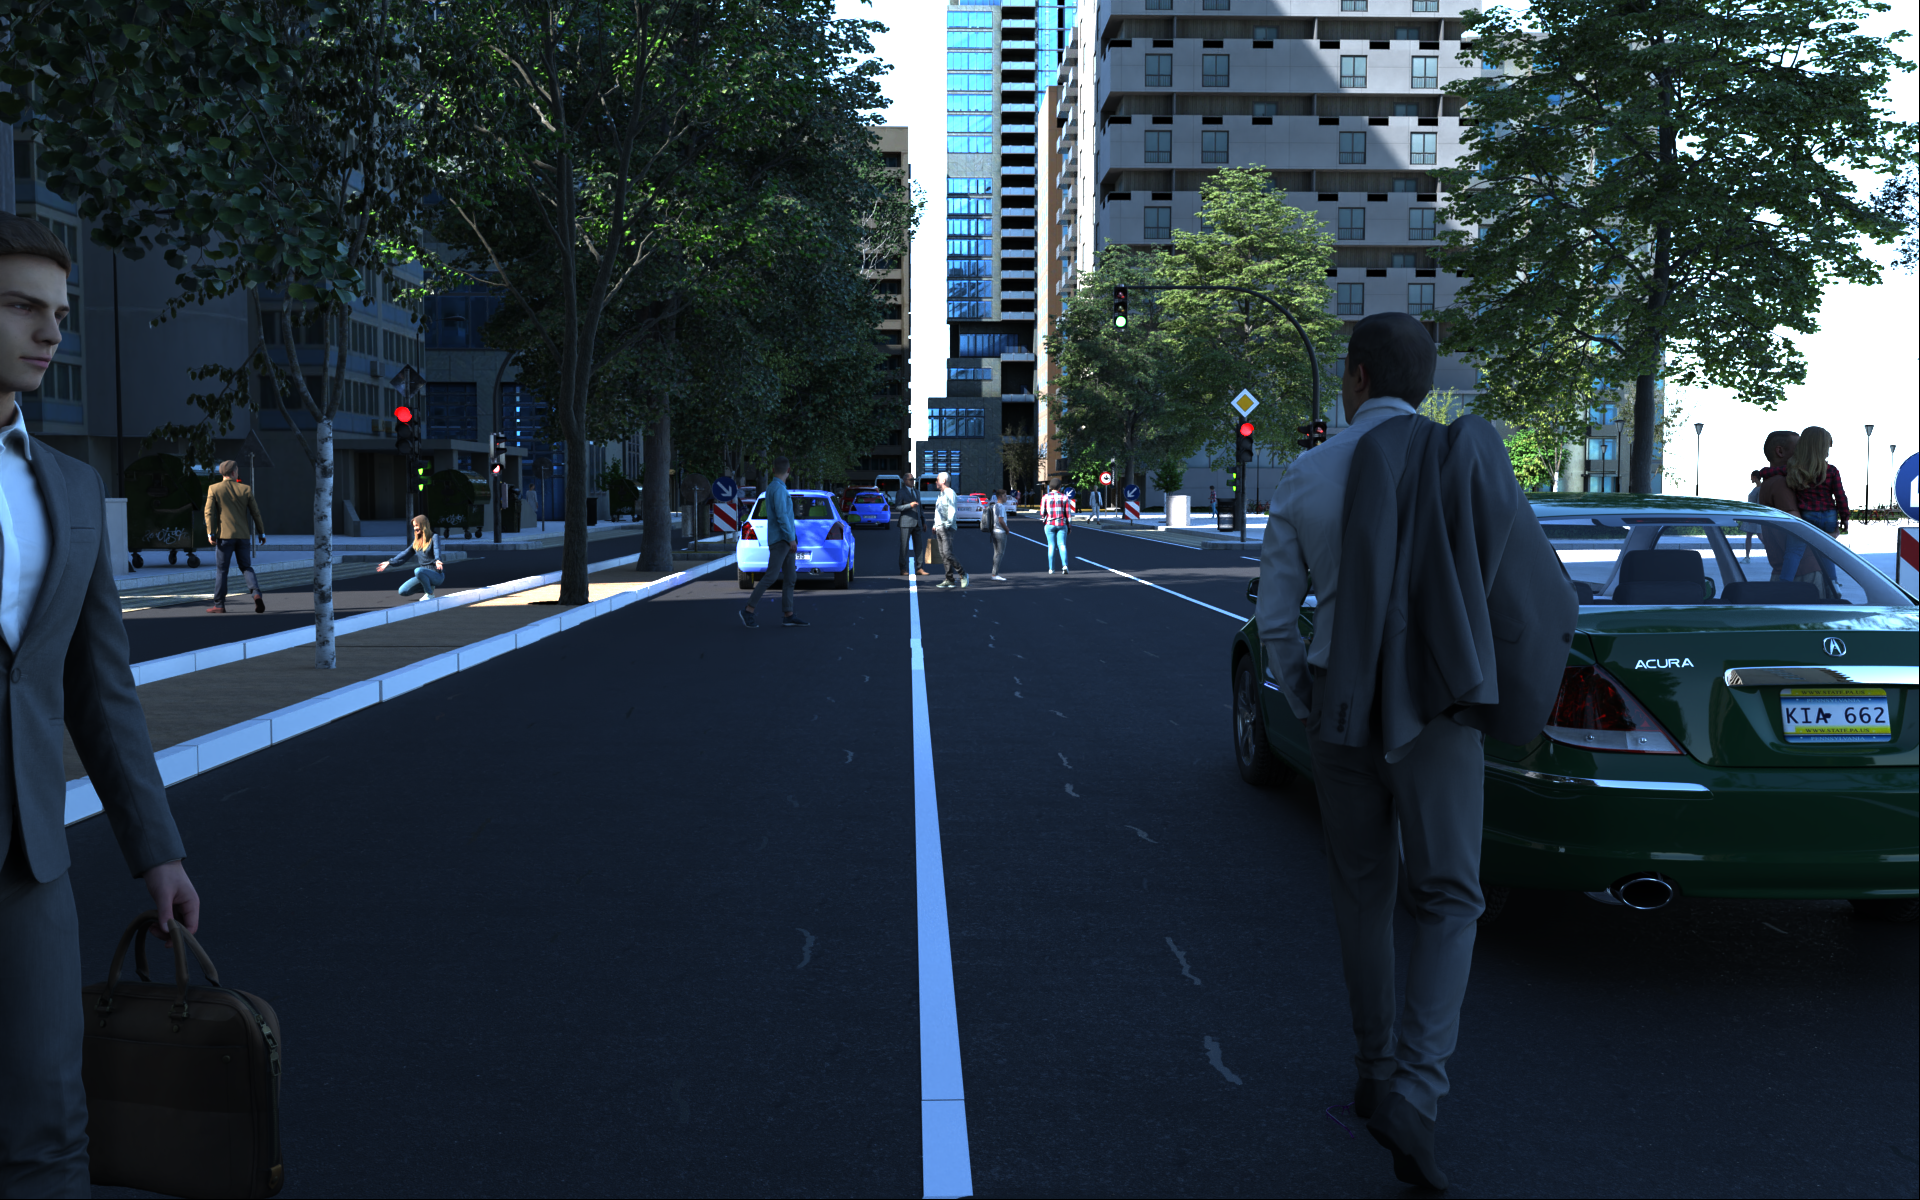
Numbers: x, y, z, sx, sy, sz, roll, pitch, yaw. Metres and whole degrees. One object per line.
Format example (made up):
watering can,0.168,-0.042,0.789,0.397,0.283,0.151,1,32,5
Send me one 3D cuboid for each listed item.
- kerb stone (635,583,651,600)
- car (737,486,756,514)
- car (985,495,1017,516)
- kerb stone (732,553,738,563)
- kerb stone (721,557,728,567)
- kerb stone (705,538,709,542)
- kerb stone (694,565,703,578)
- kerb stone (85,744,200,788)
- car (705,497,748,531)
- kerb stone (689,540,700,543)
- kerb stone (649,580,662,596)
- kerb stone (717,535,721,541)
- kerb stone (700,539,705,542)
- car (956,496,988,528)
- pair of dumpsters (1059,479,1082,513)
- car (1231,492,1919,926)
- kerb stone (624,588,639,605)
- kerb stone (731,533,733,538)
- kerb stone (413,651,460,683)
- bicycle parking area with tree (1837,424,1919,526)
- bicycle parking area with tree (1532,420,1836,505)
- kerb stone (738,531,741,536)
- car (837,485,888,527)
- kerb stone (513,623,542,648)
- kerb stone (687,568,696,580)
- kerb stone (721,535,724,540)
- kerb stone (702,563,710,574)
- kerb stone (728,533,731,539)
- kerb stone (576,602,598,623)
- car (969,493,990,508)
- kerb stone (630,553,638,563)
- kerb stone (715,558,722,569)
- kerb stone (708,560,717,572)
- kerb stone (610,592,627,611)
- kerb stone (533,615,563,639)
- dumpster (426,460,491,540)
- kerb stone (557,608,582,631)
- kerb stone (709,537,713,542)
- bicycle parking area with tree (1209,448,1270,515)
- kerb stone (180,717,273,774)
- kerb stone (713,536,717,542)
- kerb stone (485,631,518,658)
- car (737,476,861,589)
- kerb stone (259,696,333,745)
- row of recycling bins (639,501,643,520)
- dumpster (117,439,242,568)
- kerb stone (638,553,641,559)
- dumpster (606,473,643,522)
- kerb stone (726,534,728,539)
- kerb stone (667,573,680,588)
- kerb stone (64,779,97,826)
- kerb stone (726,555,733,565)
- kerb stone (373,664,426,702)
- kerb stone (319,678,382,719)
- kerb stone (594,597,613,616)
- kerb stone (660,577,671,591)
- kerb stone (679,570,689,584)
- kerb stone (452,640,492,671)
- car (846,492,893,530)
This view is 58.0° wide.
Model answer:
kerb stone,-4.395,-0.091,23.677,0.120,0.150,1.000,0,4,-2
car,-9.659,-4.263,78.374,2.281,1.827,5.304,0,4,-4
car,2.726,-6.258,114.674,2.083,1.381,4.827,0,4,-2
kerb stone,-4.768,-0.841,35.948,0.120,0.150,1.000,0,4,-2
kerb stone,-4.709,-0.716,33.905,0.120,0.150,1.000,0,4,-2
kerb stone,-7.251,-1.620,48.759,0.120,0.150,1.000,0,4,-2
kerb stone,-4.582,-0.465,29.813,0.120,0.150,1.000,0,4,-2
kerb stone,-3.930,0.850,8.320,0.120,0.150,1.000,0,4,-2
car,-9.185,-3.339,67.176,1.945,1.354,3.894,0,4,-2
kerb stone,-7.196,-1.491,46.713,0.120,0.150,1.000,0,4,-2
kerb stone,-4.422,-0.151,24.699,0.120,0.150,1.000,0,4,-2
kerb stone,-7.347,-1.812,51.826,0.120,0.150,1.000,0,4,-2
kerb stone,-7.214,-1.562,47.735,0.120,0.150,1.000,0,4,-2
car,0.176,-3.827,74.929,2.083,1.381,4.827,0,3,0
pair of dumpsters,7.477,-7.057,117.868,1.574,2.255,4.437,0,4,-2
car,2.371,0.281,7.197,2.131,1.459,4.920,0,4,-2
kerb stone,-4.368,-0.025,22.655,0.120,0.150,1.000,0,4,-2
kerb stone,-7.470,-2.063,55.923,0.120,0.150,1.000,0,4,-2
kerb stone,-4.091,0.536,13.440,0.120,0.150,1.000,0,4,-2
bicycle parking area with tree,39.539,-5.245,72.760,8.231,4.147,9.016,-2,4,-23
bicycle parking area with tree,27.744,-4.981,68.448,8.231,4.147,9.016,-1,4,-21
kerb stone,-7.531,-2.184,57.971,0.120,0.150,1.000,0,4,-2
car,-4.355,-4.184,77.083,2.281,1.827,5.304,0,4,-2
kerb stone,-4.172,0.357,16.510,0.120,0.150,1.000,0,4,-2
kerb stone,-4.550,-0.399,28.792,0.120,0.150,1.000,0,4,-2
kerb stone,-7.378,-1.875,52.858,0.120,0.150,1.000,0,4,-2
kerb stone,-4.618,-0.528,30.834,0.120,0.150,1.000,0,4,-2
kerb stone,-7.439,-2.000,54.901,0.120,0.150,1.000,0,4,-2
kerb stone,-4.276,0.160,19.586,0.120,0.150,1.000,0,4,-2
car,1.407,-7.963,139.231,2.155,1.783,4.494,0,4,-1
kerb stone,-6.868,-0.835,35.936,0.120,0.150,1.000,0,4,-2
kerb stone,-4.673,-0.653,32.878,0.120,0.150,1.000,0,4,-2
kerb stone,-4.641,-0.591,31.856,0.120,0.150,1.000,0,4,-2
kerb stone,-4.329,0.036,21.631,0.120,0.150,1.000,0,4,-2
kerb stone,-4.212,0.286,17.538,0.120,0.150,1.000,0,4,-2
dumpster,-14.393,-2.876,49.521,1.502,2.255,1.985,0,4,-2
kerb stone,-4.233,0.222,18.561,0.120,0.150,1.000,0,4,-2
kerb stone,-7.283,-1.687,49.781,0.120,0.150,1.000,0,4,-2
bicycle parking area with tree,20.508,-7.504,109.694,8.231,4.147,9.016,-2,4,-31
kerb stone,-3.964,0.786,9.342,0.120,0.150,1.000,0,4,-2
kerb stone,-7.318,-1.750,50.802,0.120,0.150,1.000,0,4,-2
kerb stone,-4.150,0.417,15.483,0.120,0.150,1.000,0,4,-2
car,-2.546,-1.090,27.413,1.945,1.707,3.694,0,4,-2
kerb stone,-3.994,0.723,10.366,0.120,0.150,1.000,0,4,-2
row of recycling bins,-15.322,-4.817,85.869,1.069,1.692,3.534,0,4,2
dumpster,-13.777,-1.722,30.643,1.502,2.255,1.985,0,4,-2
kerb stone,-6.900,-0.903,36.958,0.120,0.150,1.000,0,4,-2
dumpster,-15.299,-4.695,79.258,1.502,2.255,1.985,0,4,-2
kerb stone,-7.399,-1.938,53.880,0.120,0.150,1.000,0,4,-2
kerb stone,-4.488,-0.278,26.746,0.120,0.150,1.000,0,4,-2
kerb stone,-3.906,0.912,7.291,0.120,0.150,1.000,0,4,-2
kerb stone,-4.731,-0.779,34.927,0.120,0.150,1.000,0,4,-2
kerb stone,-4.050,0.598,12.419,0.120,0.150,1.000,0,4,-2
kerb stone,-4.033,0.661,11.388,0.120,0.150,1.000,0,4,-2
kerb stone,-4.305,0.097,20.608,0.120,0.150,1.000,0,4,-2
kerb stone,-4.458,-0.209,25.724,0.120,0.150,1.000,0,4,-2
kerb stone,-4.514,-0.340,27.770,0.120,0.150,1.000,0,4,-2
kerb stone,-4.112,0.473,14.462,0.120,0.150,1.000,0,4,-2
car,-3.706,-3.767,71.177,1.945,1.707,3.694,0,4,-2
